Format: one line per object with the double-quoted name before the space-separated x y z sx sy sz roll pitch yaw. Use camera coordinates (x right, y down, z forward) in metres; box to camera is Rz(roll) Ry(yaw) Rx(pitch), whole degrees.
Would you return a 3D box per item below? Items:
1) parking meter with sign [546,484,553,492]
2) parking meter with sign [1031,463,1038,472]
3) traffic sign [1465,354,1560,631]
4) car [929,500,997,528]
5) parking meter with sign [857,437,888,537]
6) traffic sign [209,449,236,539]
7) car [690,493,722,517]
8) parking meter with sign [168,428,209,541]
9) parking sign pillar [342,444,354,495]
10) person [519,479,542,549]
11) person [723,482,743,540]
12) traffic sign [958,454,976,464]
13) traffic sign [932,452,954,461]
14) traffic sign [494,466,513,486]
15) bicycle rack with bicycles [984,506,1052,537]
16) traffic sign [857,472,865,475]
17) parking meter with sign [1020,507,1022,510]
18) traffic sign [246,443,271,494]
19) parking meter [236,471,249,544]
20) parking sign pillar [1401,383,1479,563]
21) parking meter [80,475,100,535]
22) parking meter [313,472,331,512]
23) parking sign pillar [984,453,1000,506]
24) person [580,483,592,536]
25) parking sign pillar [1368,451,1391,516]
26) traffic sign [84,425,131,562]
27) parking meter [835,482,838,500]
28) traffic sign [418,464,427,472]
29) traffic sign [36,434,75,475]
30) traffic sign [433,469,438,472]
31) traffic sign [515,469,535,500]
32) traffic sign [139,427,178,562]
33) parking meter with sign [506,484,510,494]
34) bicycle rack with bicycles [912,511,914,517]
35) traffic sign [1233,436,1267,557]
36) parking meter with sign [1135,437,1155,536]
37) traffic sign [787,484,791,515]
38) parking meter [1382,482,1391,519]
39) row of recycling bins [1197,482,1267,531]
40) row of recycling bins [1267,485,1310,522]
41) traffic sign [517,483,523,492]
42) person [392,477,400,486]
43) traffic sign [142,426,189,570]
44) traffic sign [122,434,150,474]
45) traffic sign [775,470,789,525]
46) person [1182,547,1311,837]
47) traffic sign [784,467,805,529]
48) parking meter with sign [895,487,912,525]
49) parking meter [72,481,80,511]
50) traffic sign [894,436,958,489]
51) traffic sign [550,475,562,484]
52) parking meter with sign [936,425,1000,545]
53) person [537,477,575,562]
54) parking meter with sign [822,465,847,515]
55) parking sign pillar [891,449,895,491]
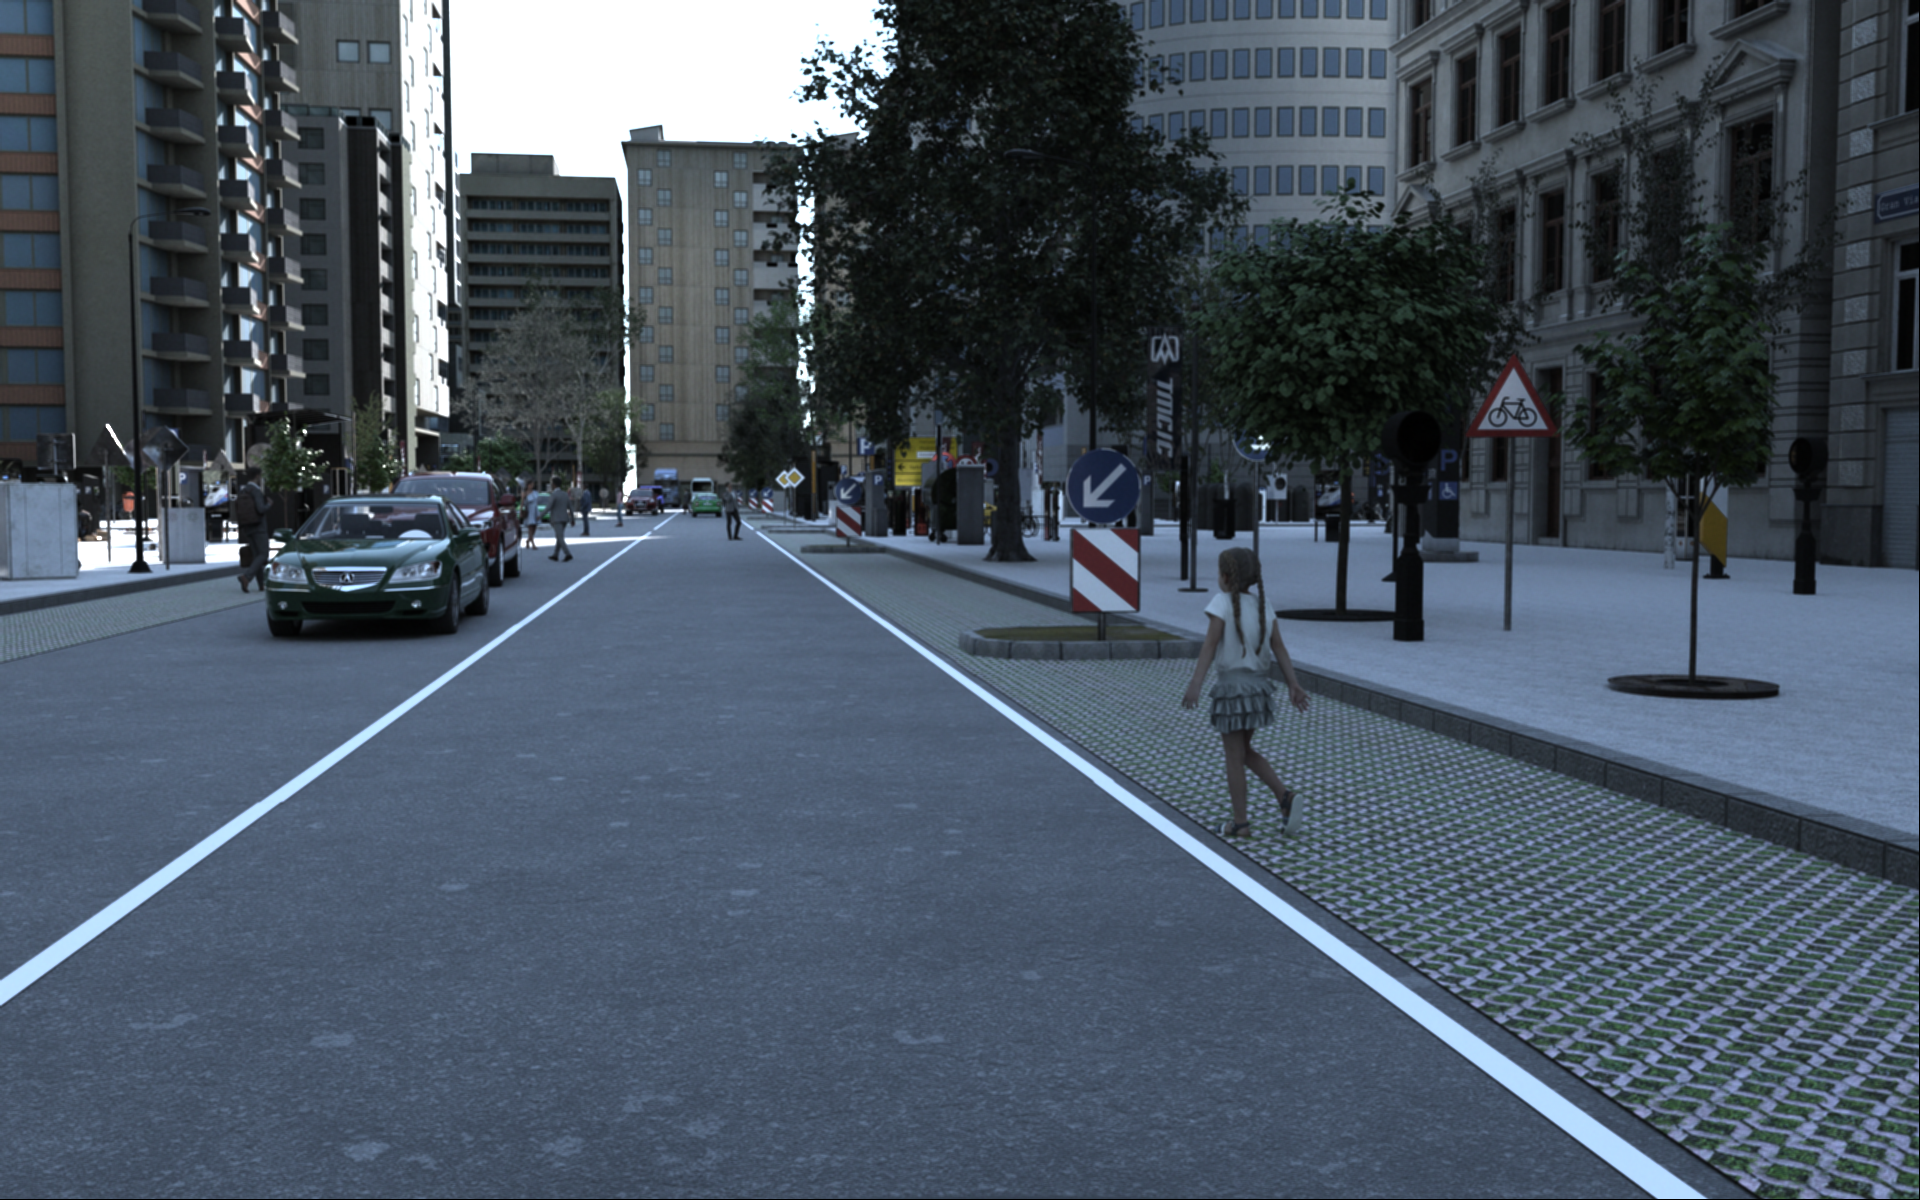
"parking meter with sign" -32.042 -8.530 135.732 1.738 3.016 0.543 -1 4 -11
"parking meter with sign" 3.675 -6.125 96.398 0.543 3.016 1.738 -3 4 -37
"traffic sign" 5.150 -0.992 16.218 0.884 2.594 0.081 0 4 -1
"car" 0.366 -3.613 69.289 3.980 1.641 2.015 0 4 -7
"parking meter with sign" -2.603 -3.443 52.549 0.543 3.016 1.738 -1 4 -21
"traffic sign" -21.274 -3.052 49.898 0.884 2.594 0.081 0 4 0
"car" -15.858 -6.088 108.327 1.959 1.807 4.718 -1 4 -10
"parking meter with sign" -20.790 -3.093 46.824 0.543 3.016 1.738 1 4 11
"parking sign pillar" -33.238 -6.459 94.081 1.447 3.967 1.447 -1 4 -12
"person" -11.147 -2.215 44.812 0.616 1.811 0.778 -3 4 -37
"person" -7.106 -2.780 54.133 0.592 1.802 0.473 -2 4 -29
"traffic sign" 0.191 -3.403 55.744 0.768 2.556 0.104 0 4 -3
"traffic sign" -0.489 -3.170 51.929 0.768 2.556 0.104 0 4 -6
"traffic sign" -16.493 -3.596 62.438 0.795 2.450 0.064 -1 4 -8
"bicycle rack with bicycles" 1.536 -2.395 52.541 2.852 0.926 2.925 -2 4 -31
"traffic sign" -5.598 -6.084 99.581 0.768 2.556 0.104 0 4 -5
"parking meter with sign" 1.649 -3.616 55.379 0.543 3.016 1.738 1 4 10
"traffic sign" -17.389 -2.634 43.172 0.768 2.556 0.104 0 4 -7
"parking meter" -18.339 -2.372 44.485 0.399 1.863 0.255 -1 4 -13
"parking sign pillar" 9.184 -2.726 33.044 1.447 3.967 1.447 0 4 3
"parking meter" -26.080 -2.833 52.037 0.399 1.863 0.255 1 4 14
"parking meter" -15.878 -2.290 43.151 0.255 1.863 0.399 1 4 16
"parking sign pillar" 1.557 -6.390 92.941 1.447 3.967 1.447 0 4 -4
"person" -12.873 -3.113 59.574 0.419 1.800 0.721 -1 4 -13
"parking sign pillar" 21.546 -6.123 88.576 1.447 3.967 1.447 1 4 14
"traffic sign" -15.957 -1.983 32.428 0.884 2.594 0.081 0 4 0
"parking meter" -5.613 -4.598 80.885 0.255 1.863 0.399 3 5 43
"traffic sign" -22.911 -4.516 73.846 0.884 2.594 0.081 0 4 -3
"traffic sign" -15.295 -1.663 29.320 0.606 2.300 0.079 0 4 -4
"traffic sign" -23.850 -4.749 78.836 0.795 2.450 0.064 0 4 -4
"traffic sign" -17.659 -4.079 70.338 0.795 2.450 0.064 -1 4 -8
"traffic sign" -15.162 -2.001 32.818 0.768 2.556 0.104 0 4 -6
"parking meter with sign" -33.008 -7.907 125.532 1.738 3.016 0.543 2 4 31
"bicycle rack with bicycles" -2.134 -5.033 95.667 2.925 0.926 2.852 0 4 5
"traffic sign" 4.564 -1.624 26.658 0.768 2.556 0.104 0 4 0
"parking meter with sign" 5.764 -3.511 53.665 0.543 3.016 1.738 0 4 -6
"traffic sign" -10.258 -6.272 104.672 0.606 2.300 0.079 0 4 -7
"parking meter" 21.112 -4.892 85.693 0.399 1.863 0.255 -3 4 -38
"row of recycling bins" 9.423 -3.317 61.347 1.069 1.692 3.534 -1 4 -19
"row of recycling bins" 14.381 -4.465 80.108 3.534 1.692 1.069 1 4 11
"traffic sign" -27.916 -6.752 110.504 0.768 2.556 0.104 0 4 0
"person" -12.056 -1.724 36.954 0.850 1.792 0.678 -1 4 -17
"traffic sign" -13.399 -1.715 29.224 0.795 2.450 0.064 0 4 1
"traffic sign" -15.635 -1.948 33.029 0.795 2.450 0.064 0 4 -7
"traffic sign" -7.274 -4.171 71.845 0.795 2.450 0.064 -1 4 -8
"person" 1.165 0.390 7.145 0.505 1.210 0.382 -2 4 -34
"traffic sign" -6.108 -3.688 63.945 0.795 2.450 0.064 -1 4 -8
"parking meter with sign" -2.379 -4.696 73.048 1.738 3.016 0.543 1 4 10
"parking meter" -38.590 -4.285 75.771 0.399 1.863 0.255 -2 4 -31
"traffic sign" -1.190 -4.087 60.702 2.265 3.308 0.079 0 4 -2
"traffic sign" -26.825 -7.027 114.991 0.768 2.556 0.104 0 4 -4
"parking meter with sign" 0.276 -2.903 43.726 1.738 3.016 0.543 0 4 -5
"person" -8.555 -1.723 36.942 0.850 1.792 0.678 2 4 32
"parking meter with sign" -7.692 -6.693 105.692 1.738 3.016 0.543 3 5 42
"parking sign pillar" -3.669 -7.004 102.988 1.447 3.967 1.447 1 4 22
